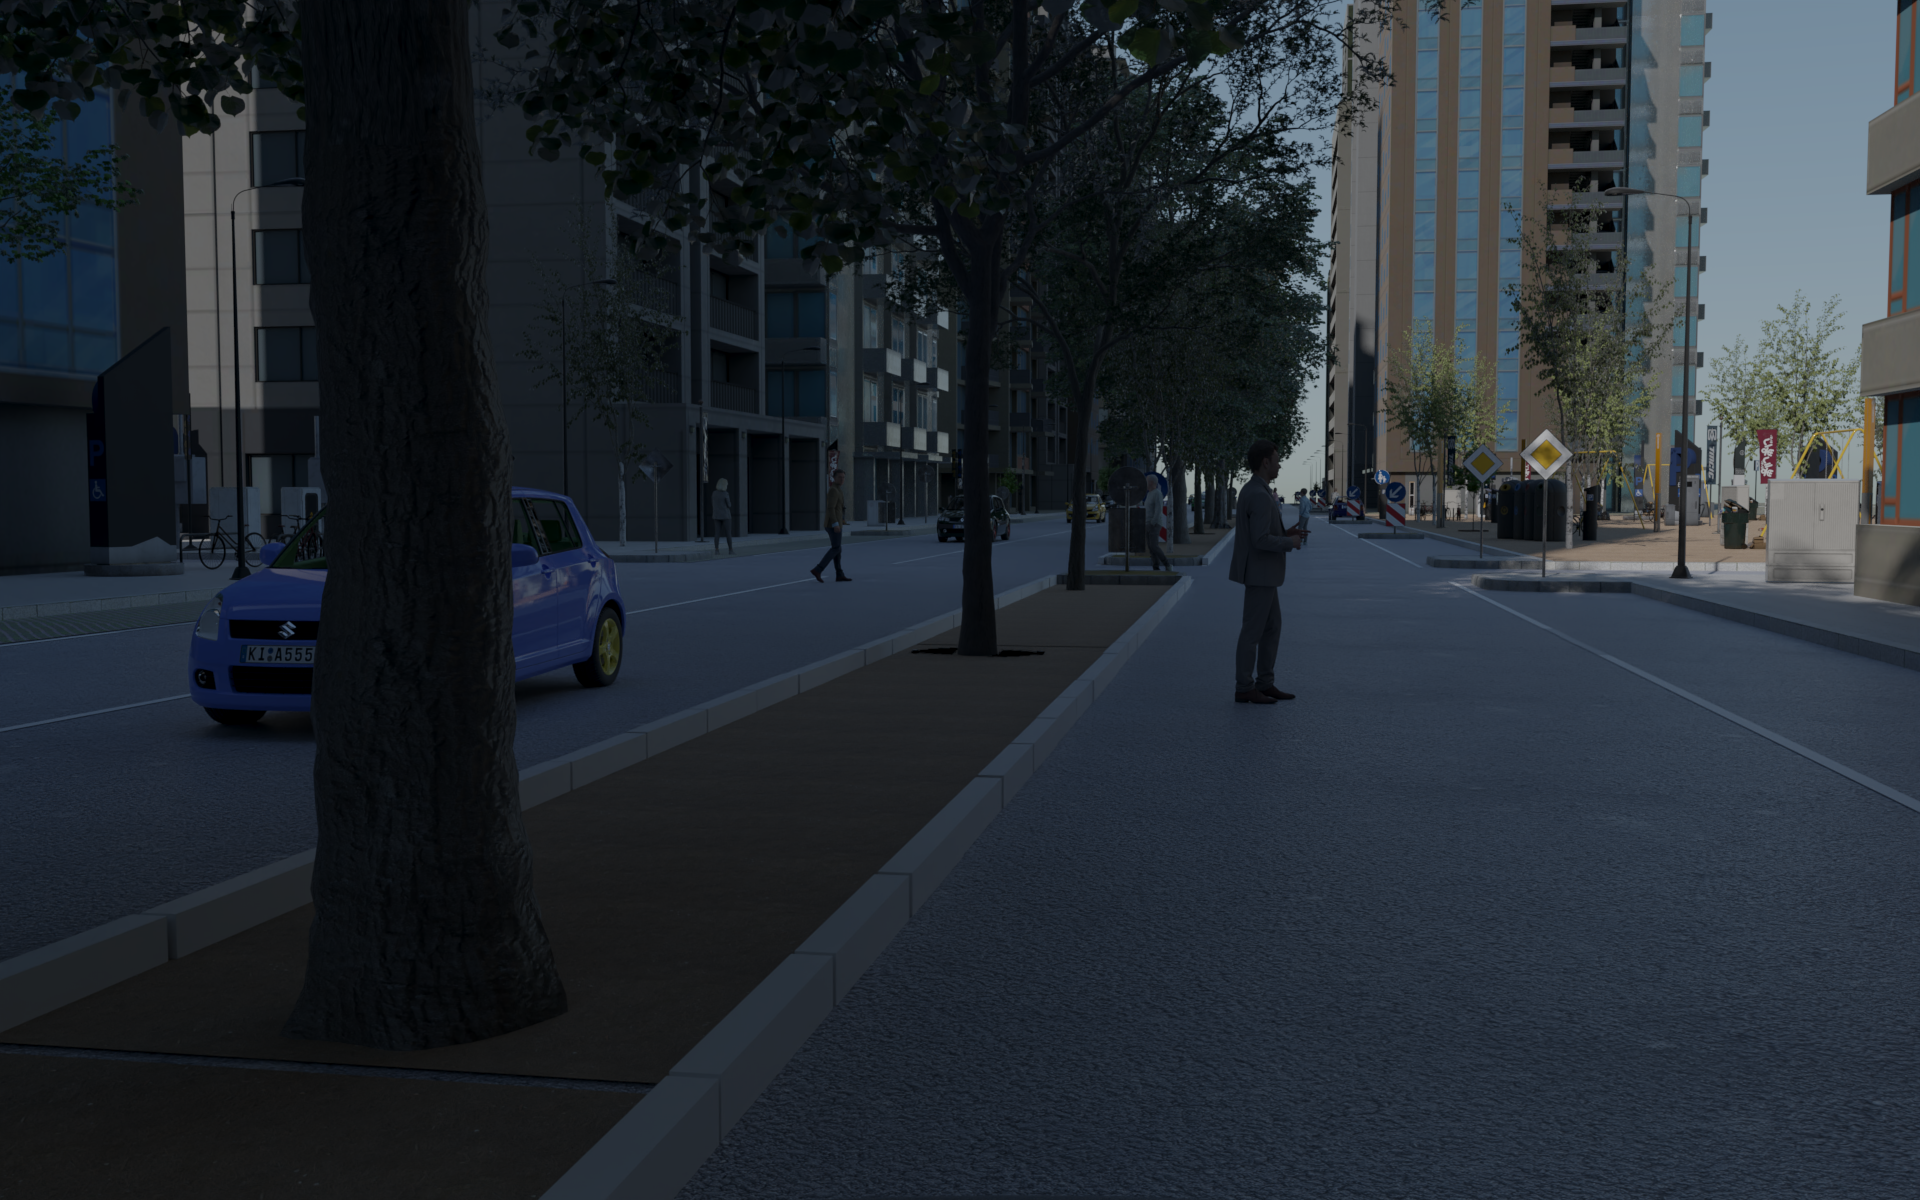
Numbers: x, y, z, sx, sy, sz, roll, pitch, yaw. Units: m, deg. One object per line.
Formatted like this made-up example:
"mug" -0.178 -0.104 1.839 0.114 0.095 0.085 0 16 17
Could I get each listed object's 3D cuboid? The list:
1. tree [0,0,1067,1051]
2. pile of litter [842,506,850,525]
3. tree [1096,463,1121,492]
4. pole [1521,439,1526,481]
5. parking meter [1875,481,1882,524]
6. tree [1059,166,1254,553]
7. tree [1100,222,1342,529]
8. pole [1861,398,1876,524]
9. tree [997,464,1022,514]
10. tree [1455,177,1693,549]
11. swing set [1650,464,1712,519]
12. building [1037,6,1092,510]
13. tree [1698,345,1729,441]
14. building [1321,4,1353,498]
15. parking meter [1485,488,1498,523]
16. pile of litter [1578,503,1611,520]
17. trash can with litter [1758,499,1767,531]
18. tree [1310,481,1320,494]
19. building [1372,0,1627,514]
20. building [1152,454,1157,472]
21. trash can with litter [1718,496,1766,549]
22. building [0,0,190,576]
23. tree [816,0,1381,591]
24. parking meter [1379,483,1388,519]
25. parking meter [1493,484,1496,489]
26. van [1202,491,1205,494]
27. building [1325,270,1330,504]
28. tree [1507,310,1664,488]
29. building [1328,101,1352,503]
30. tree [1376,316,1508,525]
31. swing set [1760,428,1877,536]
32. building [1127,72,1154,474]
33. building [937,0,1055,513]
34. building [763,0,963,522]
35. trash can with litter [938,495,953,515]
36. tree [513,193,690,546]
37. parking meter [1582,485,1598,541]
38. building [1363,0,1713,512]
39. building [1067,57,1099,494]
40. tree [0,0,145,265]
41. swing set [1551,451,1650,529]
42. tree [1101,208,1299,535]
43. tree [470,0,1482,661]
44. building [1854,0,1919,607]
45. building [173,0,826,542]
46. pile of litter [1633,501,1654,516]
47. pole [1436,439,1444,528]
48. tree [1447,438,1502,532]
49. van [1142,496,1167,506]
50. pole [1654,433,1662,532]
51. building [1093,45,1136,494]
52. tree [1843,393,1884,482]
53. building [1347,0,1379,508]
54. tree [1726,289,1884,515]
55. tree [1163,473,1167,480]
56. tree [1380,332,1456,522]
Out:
"tree" -1.444 -5.817 4.222 9.857 13.997 8.962 0 3 0
"pile of litter" -5.191 -3.554 72.067 1.176 0.858 1.719 -1 4 -15
"tree" 17.205 -12.430 186.939 4.285 4.588 4.351 0 3 0
"pole" 20.941 -4.316 64.406 0.158 3.312 0.155 0 3 0
"parking meter" 17.785 -1.519 33.254 0.372 1.533 0.369 0 3 0
"tree" 4.170 -5.149 36.998 4.360 8.622 3.978 0 3 0
"tree" 10.706 -9.267 70.980 9.611 12.733 9.660 0 3 0
"pole" 19.360 -2.635 36.931 0.158 3.312 0.155 0 3 0
"tree" 3.254 -7.059 110.022 1.663 3.219 1.824 0 3 0
"tree" 14.361 -5.496 40.227 4.360 8.622 3.978 0 3 0
"swing set" 37.403 -5.713 91.027 3.119 2.851 2.862 0 4 -1
"building" 0.971 -43.586 150.891 20.563 71.187 20.611 1 4 10
"tree" 36.468 -7.956 80.441 4.737 8.622 4.395 0 3 0
"building" 63.751 -49.754 251.721 20.563 71.187 20.611 1 4 10
"parking meter" 25.666 -4.624 84.021 0.372 1.533 0.369 0 3 0
"pile of litter" 31.067 -4.329 84.742 1.719 0.858 1.176 0 4 5
"trash can with litter" 28.684 -2.999 60.086 2.233 1.210 1.678 0 4 3
"tree" 49.065 -14.952 239.065 1.663 3.219 1.824 0 3 0
"building" 35.167 -28.426 114.882 14.600 45.320 14.200 1 4 10
"building" 22.129 -37.231 258.833 14.600 45.320 14.200 1 4 10
"trash can with litter" 18.309 -1.775 40.405 1.055 1.170 0.624 0 4 3
"building" -21.987 -22.883 24.251 14.200 45.320 14.600 1 4 10
"tree" 1.631 -5.391 25.007 8.767 10.594 7.601 1 4 10
"parking meter" 21.643 -5.071 88.619 0.399 1.863 0.255 0 4 -3
"parking meter" 32.361 -6.084 105.179 0.255 1.863 0.399 2 4 25
"van" 35.500 -14.821 249.341 2.013 2.044 4.112 1 4 9
"building" 53.967 -27.535 221.895 14.160 30.474 14.107 1 4 10
"tree" 25.119 -7.218 68.379 4.737 8.622 4.395 0 3 0
"building" 54.613 -35.439 203.128 21.300 48.544 21.600 1 4 10
"tree" 19.291 -7.356 70.634 4.737 8.622 4.395 0 3 0
"swing set" 21.531 -2.742 42.460 2.862 2.851 3.119 1 4 9
"building" 15.066 -42.570 238.024 21.231 58.520 28.212 1 4 10
"building" -4.907 -28.932 127.660 22.147 44.769 28.867 1 4 10
"building" -13.011 -28.809 90.641 23.786 49.044 30.456 1 4 10
"trash can with litter" -0.657 -5.958 108.475 1.678 1.210 2.233 -2 4 -24
"tree" -8.397 -5.606 42.013 4.360 8.622 3.978 0 3 0
"parking meter" 17.370 -2.405 47.740 0.372 1.533 0.369 0 3 0
"building" 44.498 -31.568 135.748 23.786 49.044 30.456 1 4 10
"building" 6.003 -31.702 168.433 14.600 45.320 14.200 1 4 10
"tree" -12.228 -5.637 17.913 9.928 11.665 9.643 0 3 0
"swing set" 23.039 -4.045 63.759 2.862 2.851 3.119 -1 4 -16
"tree" 8.360 -8.127 61.087 9.928 11.665 9.643 0 3 0
"tree" 0.152 -6.258 15.138 12.009 13.543 11.850 0 3 0
"building" 22.382 -9.761 4.631 27.650 21.520 28.899 1 4 10
"building" -15.588 -37.809 56.427 20.563 71.187 20.611 1 4 10
"pile of litter" 40.828 -5.424 102.642 1.176 0.858 1.719 -3 5 -43
"pole" 17.931 -4.333 64.682 0.158 3.312 0.155 0 3 0
"tree" 17.498 -3.963 59.402 1.663 3.219 1.824 0 3 0
"van" 18.046 -9.527 160.151 2.240 2.365 5.245 1 4 12
"pole" 23.343 -3.919 57.917 0.158 3.312 0.155 0 3 0
"building" 6.766 -38.014 210.762 28.713 52.752 27.495 1 4 10
"tree" 45.797 -8.229 84.899 4.360 8.622 3.978 0 3 0
"building" 48.005 -38.115 165.181 21.231 58.520 28.212 1 4 10
"tree" 30.783 -6.887 62.970 4.737 8.622 4.395 0 3 0
"tree" 31.562 -17.490 269.679 4.285 4.588 4.351 0 3 0
"tree" 20.840 -7.803 77.941 4.360 8.622 3.978 0 3 0
